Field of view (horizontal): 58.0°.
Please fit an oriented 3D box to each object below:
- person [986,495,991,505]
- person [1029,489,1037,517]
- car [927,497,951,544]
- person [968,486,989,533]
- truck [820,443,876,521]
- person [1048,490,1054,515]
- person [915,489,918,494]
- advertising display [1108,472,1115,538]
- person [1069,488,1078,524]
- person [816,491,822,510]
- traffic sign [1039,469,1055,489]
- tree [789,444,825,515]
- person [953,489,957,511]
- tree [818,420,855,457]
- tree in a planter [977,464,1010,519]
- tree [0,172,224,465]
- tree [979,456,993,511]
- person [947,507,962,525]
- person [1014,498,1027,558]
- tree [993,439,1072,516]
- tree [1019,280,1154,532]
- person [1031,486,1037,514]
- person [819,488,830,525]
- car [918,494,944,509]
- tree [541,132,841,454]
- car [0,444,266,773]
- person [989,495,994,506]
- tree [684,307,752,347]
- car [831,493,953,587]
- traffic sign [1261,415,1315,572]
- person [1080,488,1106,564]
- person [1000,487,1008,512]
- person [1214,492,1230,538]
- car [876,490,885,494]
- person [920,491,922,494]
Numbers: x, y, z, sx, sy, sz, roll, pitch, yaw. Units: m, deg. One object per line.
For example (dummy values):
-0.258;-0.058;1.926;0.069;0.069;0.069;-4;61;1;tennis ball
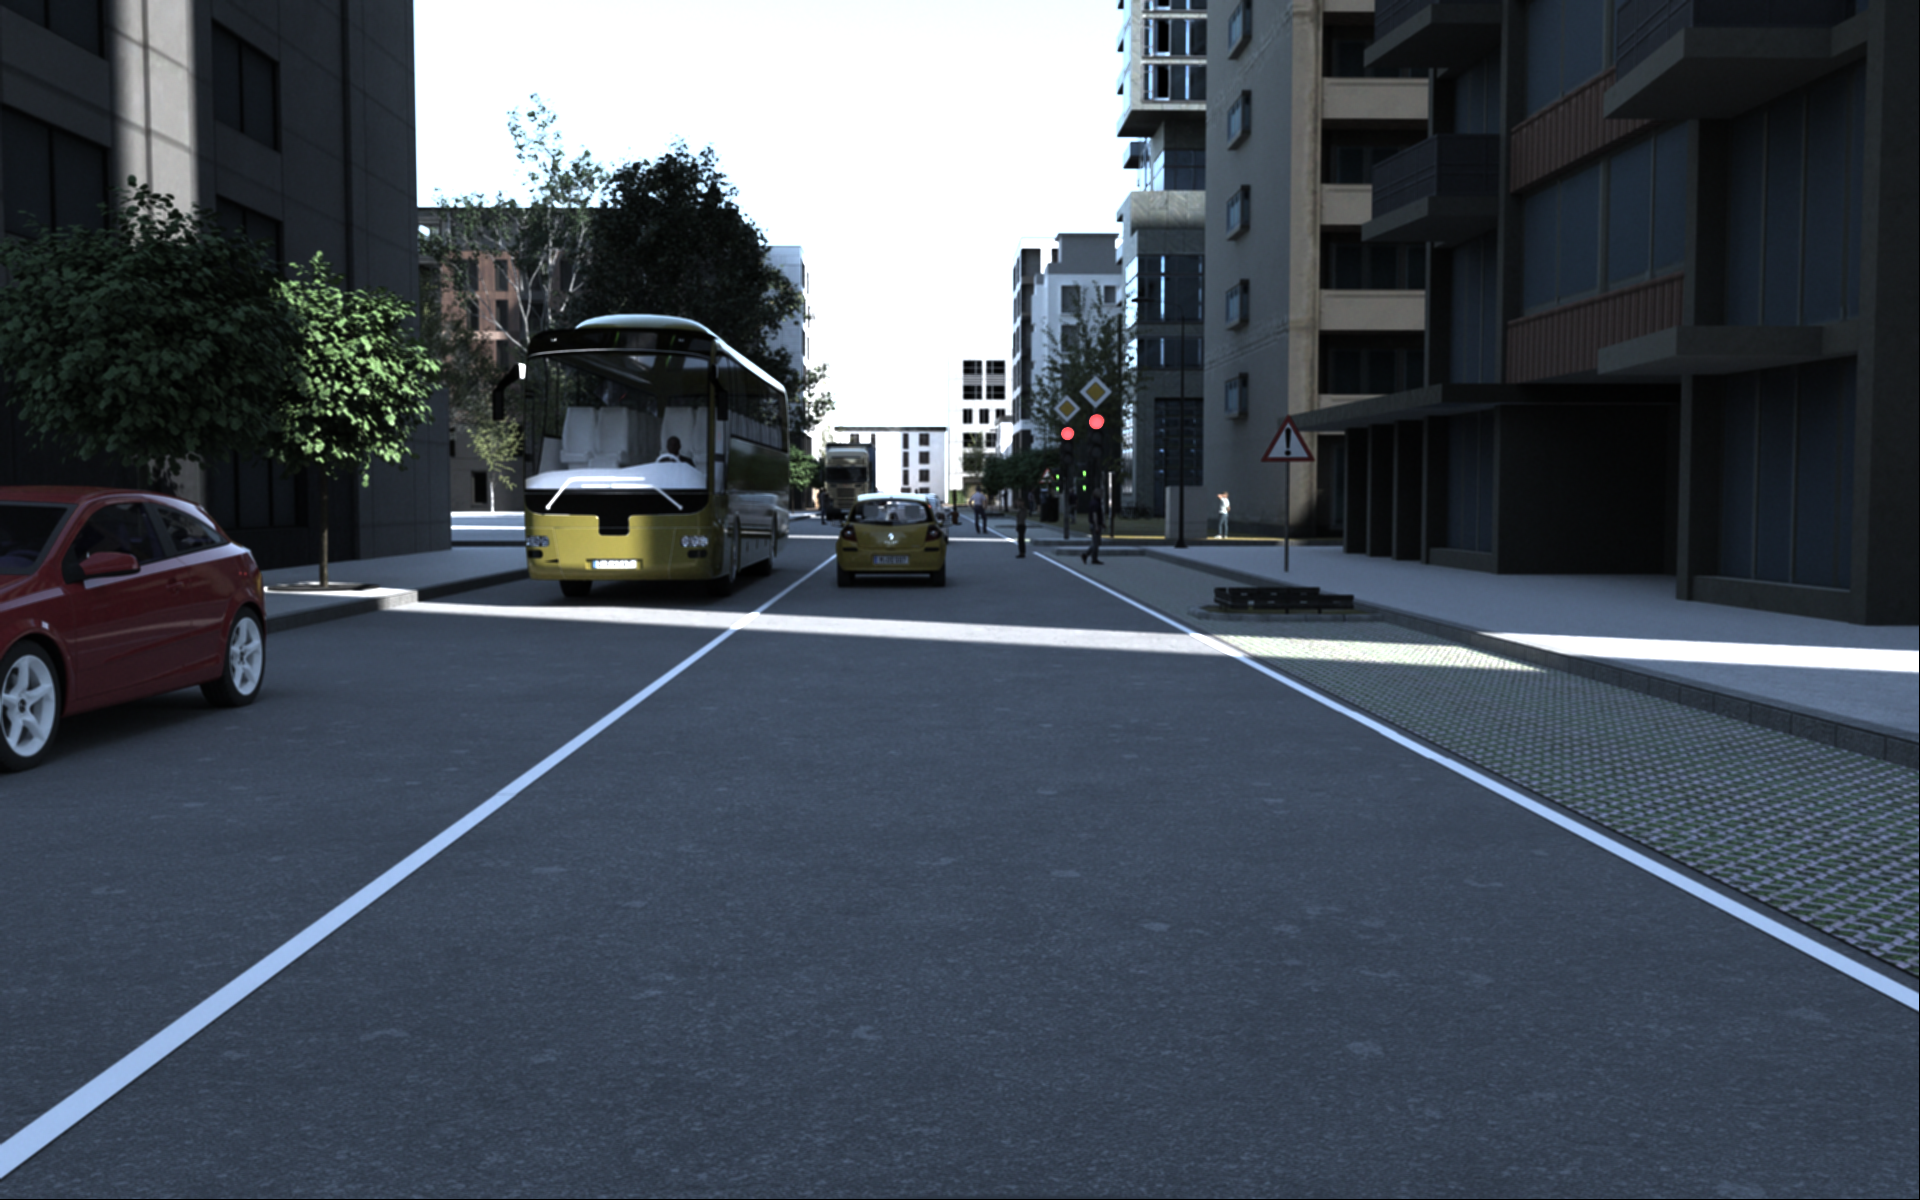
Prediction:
3.369;-11.876;200.184;0.705;1.831;1.348;2;4;27;person
4.039;-5.470;97.428;0.435;1.587;0.963;1;4;15;person
-1.298;-2.353;50.839;2.083;1.381;4.827;0;4;-2;car
0.716;-3.292;63.269;0.756;1.711;0.436;2;4;35;person
-6.124;-6.618;97.124;2.839;4.237;11.283;0;4;-1;truck
5.500;-5.928;105.500;0.613;1.512;0.480;-3;5;-44;person
-3.301;-7.444;130.352;0.705;1.807;1.348;1;4;18;person
4.504;-2.825;51.396;0.123;1.923;0.974;0;3;0;advertising display
4.709;-3.969;73.146;0.569;1.553;0.471;0;4;-5;person
-11.316;-8.099;139.177;0.721;1.735;1.217;1;4;12;person
4.255;-5.153;84.249;0.884;2.594;0.081;0;4;3;traffic sign
-10.412;-7.645;108.710;4.285;4.588;4.351;0;3;0;tree
-0.414;-8.560;148.414;0.705;1.831;1.348;0;4;6;person
-12.444;-13.588;172.520;4.737;8.622;4.395;0;3;0;tree
1.860;-6.325;100.632;1.991;3.239;1.994;0;4;-1;tree in a planter
-8.390;-2.093;17.930;4.285;4.588;4.351;0;3;0;tree
4.146;-8.316;119.686;4.285;4.588;4.351;0;3;0;tree
-0.295;-3.911;80.736;0.859;0.850;0.655;0;4;-8;person
1.355;-1.628;39.035;0.340;1.345;0.435;-1;4;-19;person
5.101;-7.267;102.525;4.285;4.588;4.351;0;3;0;tree
4.742;-6.636;58.855;4.737;8.622;4.395;0;3;0;tree
4.898;-6.608;114.207;0.434;1.807;0.598;0;4;2;person
-6.352;-4.420;81.593;0.431;1.722;0.655;-1;4;-19;person
-1.875;-5.199;94.787;2.009;1.686;4.222;0;4;-3;car
-9.011;-8.468;55.461;9.611;12.733;9.660;0;3;0;tree
-5.700;-0.074;10.246;2.155;1.783;4.494;0;3;0;car
3.490;-11.280;190.912;0.683;1.767;0.568;1;4;10;person
-9.559;-7.041;65.485;4.360;8.622;3.978;0;3;0;tree
-1.108;-1.098;28.184;2.015;1.641;3.980;0;4;-2;car
5.379;-1.741;28.473;0.884;2.594;0.081;0;4;3;traffic sign
2.717;-1.494;35.132;0.471;1.553;0.569;2;4;32;person
3.219;-7.333;126.384;0.568;1.767;0.683;0;4;-5;person
7.604;-2.467;50.288;0.340;1.345;0.435;2;4;30;person
-8.116;-9.825;169.305;2.281;1.827;5.304;0;4;-3;car
-3.532;-9.108;157.947;0.617;1.759;0.750;1;4;14;person
